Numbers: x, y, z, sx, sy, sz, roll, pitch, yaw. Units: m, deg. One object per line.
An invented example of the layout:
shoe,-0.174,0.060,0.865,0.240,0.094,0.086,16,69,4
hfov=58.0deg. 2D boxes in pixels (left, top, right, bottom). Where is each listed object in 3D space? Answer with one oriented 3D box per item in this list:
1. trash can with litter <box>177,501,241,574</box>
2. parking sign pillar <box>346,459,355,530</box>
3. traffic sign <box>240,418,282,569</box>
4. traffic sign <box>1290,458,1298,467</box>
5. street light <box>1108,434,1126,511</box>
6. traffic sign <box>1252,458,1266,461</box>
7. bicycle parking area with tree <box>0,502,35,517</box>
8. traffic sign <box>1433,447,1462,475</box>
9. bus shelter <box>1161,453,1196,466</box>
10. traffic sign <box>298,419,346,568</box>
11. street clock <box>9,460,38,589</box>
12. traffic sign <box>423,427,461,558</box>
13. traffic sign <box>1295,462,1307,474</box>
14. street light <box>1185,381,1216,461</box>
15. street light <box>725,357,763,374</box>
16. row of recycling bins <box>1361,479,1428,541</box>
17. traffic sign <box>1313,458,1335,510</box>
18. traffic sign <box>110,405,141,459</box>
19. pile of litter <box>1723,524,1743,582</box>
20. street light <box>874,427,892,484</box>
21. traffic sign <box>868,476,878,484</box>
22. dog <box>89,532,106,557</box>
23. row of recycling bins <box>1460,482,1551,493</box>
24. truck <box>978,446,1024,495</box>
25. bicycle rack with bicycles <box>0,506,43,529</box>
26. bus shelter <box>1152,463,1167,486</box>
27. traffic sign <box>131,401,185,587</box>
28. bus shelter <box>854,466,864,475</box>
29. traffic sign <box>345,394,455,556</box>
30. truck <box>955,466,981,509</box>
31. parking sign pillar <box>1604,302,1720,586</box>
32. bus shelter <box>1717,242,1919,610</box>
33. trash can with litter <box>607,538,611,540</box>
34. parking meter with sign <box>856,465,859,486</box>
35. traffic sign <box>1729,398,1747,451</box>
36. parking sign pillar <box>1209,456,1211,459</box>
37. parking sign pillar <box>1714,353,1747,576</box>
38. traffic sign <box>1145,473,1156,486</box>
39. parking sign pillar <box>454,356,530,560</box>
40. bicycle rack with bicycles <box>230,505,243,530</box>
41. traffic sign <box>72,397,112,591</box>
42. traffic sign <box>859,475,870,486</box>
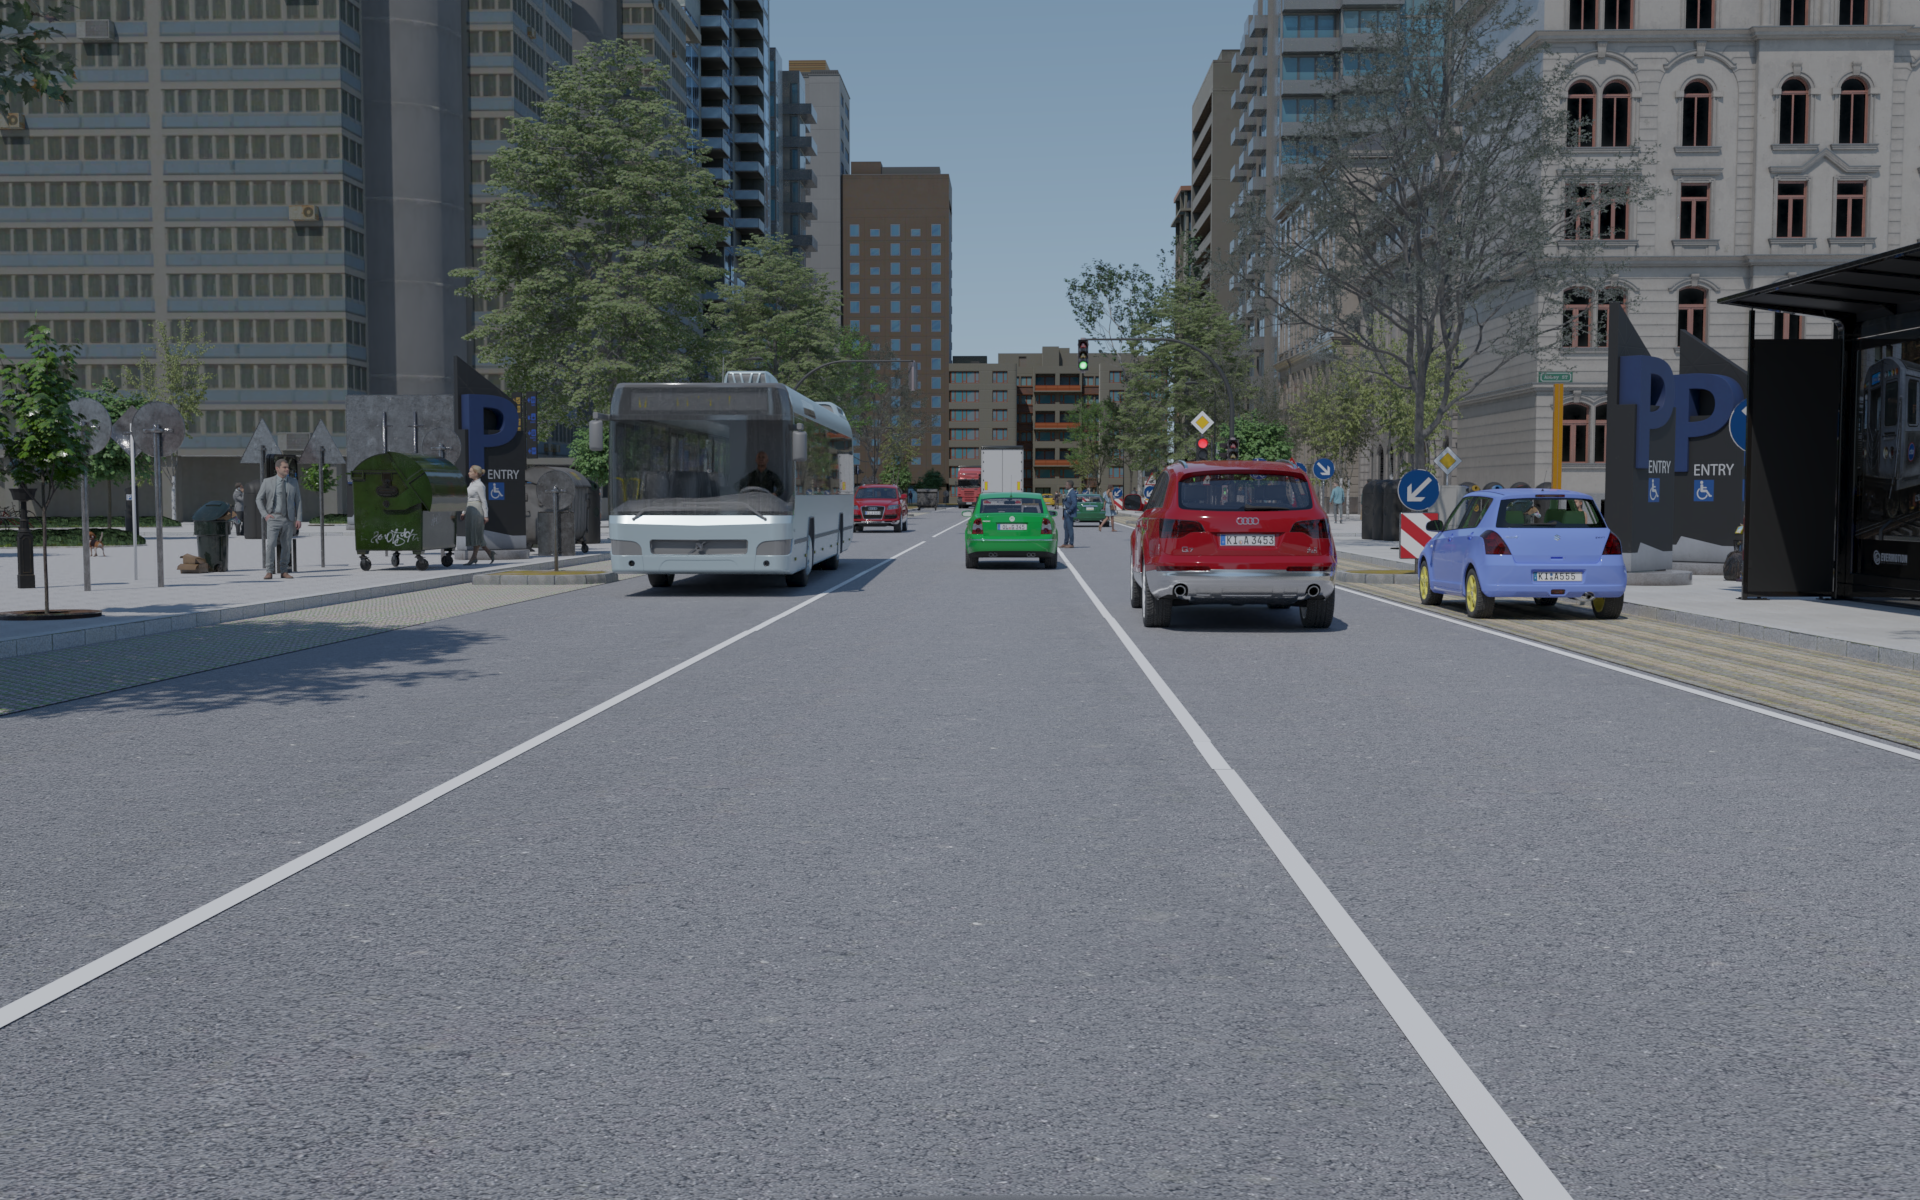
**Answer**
trash can with litter,-12.283,-1.033,28.273,0.624,1.170,1.055,0,4,6
parking sign pillar,-21.228,-4.491,61.900,1.447,3.967,1.447,1,4,10
traffic sign,-11.972,-1.818,29.734,0.884,2.594,0.081,1,4,11
traffic sign,11.762,-3.759,61.458,0.884,2.594,0.081,1,4,10
street light,12.071,-9.845,133.511,1.470,5.913,1.316,0,4,2
traffic sign,10.525,-3.728,61.051,0.768,2.556,0.104,0,4,5
bicycle parking area with tree,-43.115,-5.153,71.254,9.016,4.147,8.231,-2,4,-27
traffic sign,13.501,-2.948,47.930,0.795,2.593,0.064,0,4,4
bus shelter,12.832,-6.727,101.262,1.731,3.624,6.357,0,4,2
traffic sign,-11.126,-1.846,30.180,0.884,2.594,0.081,0,4,7
street clock,-12.713,-1.159,23.526,0.358,2.002,0.471,-3,5,-39
traffic sign,-9.865,-2.010,32.963,0.768,2.556,0.104,0,4,5
traffic sign,13.464,-4.229,69.256,0.768,2.556,0.104,0,4,5
street light,9.976,-6.056,71.562,1.470,5.913,1.316,0,4,2
street light,-7.388,-5.280,58.877,1.470,5.913,1.316,0,4,2
row of recycling bins,12.027,-2.484,47.728,1.069,1.692,3.534,-1,4,-9
traffic sign,12.896,-3.754,61.482,0.768,2.556,0.104,0,4,6
traffic sign,-12.287,-1.591,25.744,0.795,2.593,0.064,0,4,2
pile of litter,11.989,-0.720,25.738,1.719,0.858,1.176,-3,4,-37
street light,-5.410,-9.058,120.637,1.470,5.913,1.316,0,4,2
traffic sign,-6.177,-7.476,122.340,0.768,2.556,0.104,0,4,5
dog,-17.743,-1.145,35.544,0.540,0.507,0.406,0,4,2
row of recycling bins,18.589,-3.169,58.933,3.534,1.692,1.069,0,4,1
truck,2.529,-7.163,106.025,2.839,4.237,11.283,0,4,1
bicycle rack with bicycles,-28.494,-2.236,49.948,2.925,0.926,2.852,0,4,6
bus shelter,13.572,-7.329,113.759,2.014,3.302,5.546,0,4,2
traffic sign,-11.004,-1.448,23.774,0.768,2.556,0.104,0,4,4
bus shelter,-7.936,-7.778,121.087,2.014,3.302,5.546,0,4,2
traffic sign,-11.463,-2.544,35.474,2.265,3.308,0.079,0,4,4
truck,1.208,-11.298,173.642,2.839,4.237,11.283,0,4,4
parking sign pillar,9.737,-2.219,24.759,1.447,3.967,1.447,-3,5,-43
bus shelter,9.863,-1.626,17.863,1.731,3.624,6.357,0,4,2
trash can with litter,-10.935,-2.304,48.726,2.233,1.210,1.678,1,4,10
parking meter with sign,-6.966,-6.577,103.789,1.738,3.016,0.543,0,4,7
traffic sign,10.268,-1.357,22.300,0.768,2.556,0.104,1,4,9
parking sign pillar,15.011,-7.128,105.015,1.447,3.967,1.447,0,4,1
parking sign pillar,12.085,-2.408,27.845,1.447,3.967,1.447,-2,4,-35
traffic sign,11.603,-6.399,104.634,0.884,2.594,0.081,0,4,3
parking sign pillar,-9.261,-2.794,34.161,1.447,3.967,1.447,-3,5,-44
bicycle rack with bicycles,-24.474,-2.865,60.218,2.852,0.926,2.925,0,4,-3
traffic sign,-11.540,-1.390,22.829,0.768,2.556,0.104,0,4,7
traffic sign,-6.462,-7.221,118.072,0.884,2.594,0.081,0,4,6
